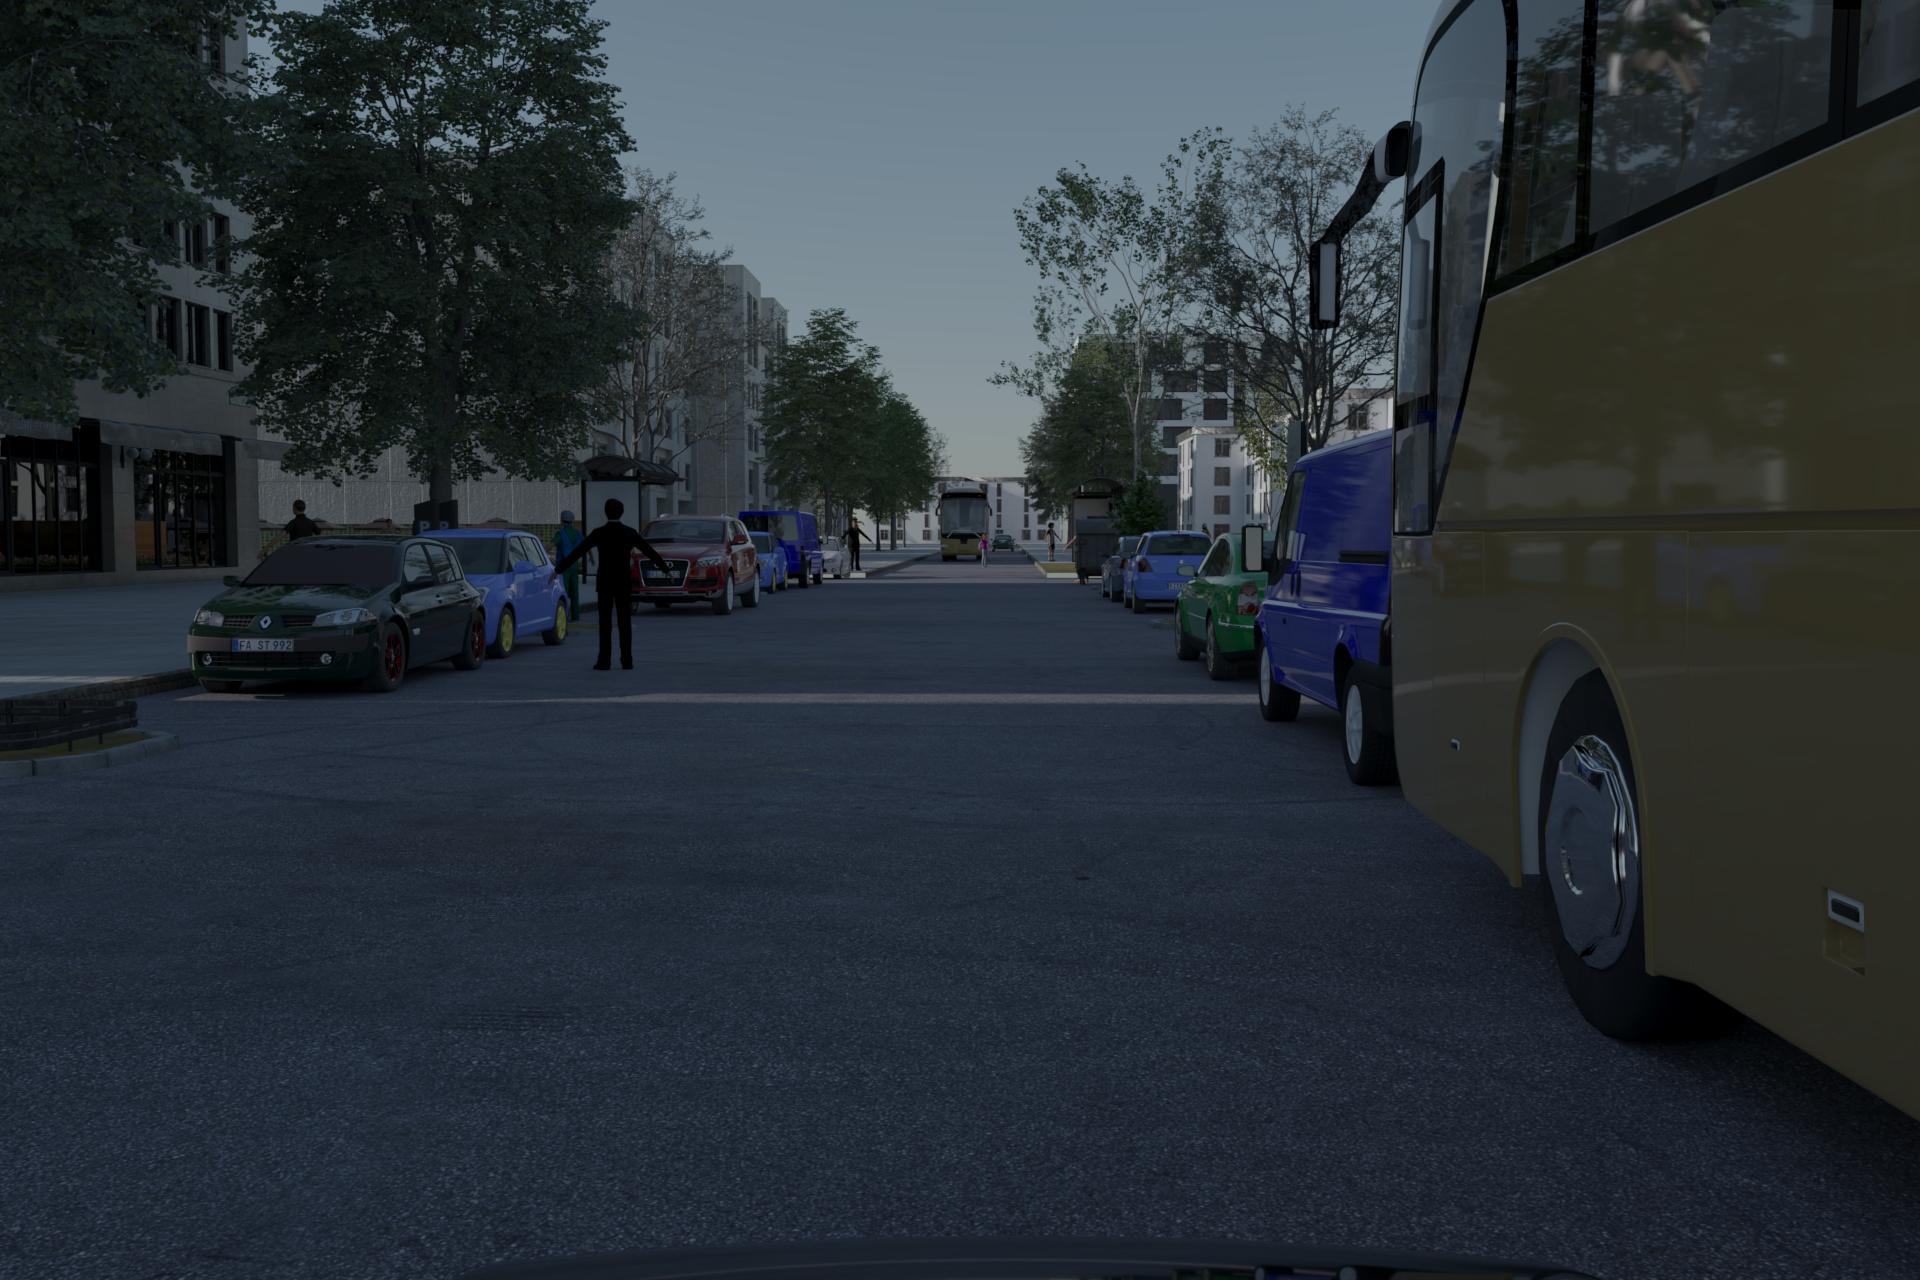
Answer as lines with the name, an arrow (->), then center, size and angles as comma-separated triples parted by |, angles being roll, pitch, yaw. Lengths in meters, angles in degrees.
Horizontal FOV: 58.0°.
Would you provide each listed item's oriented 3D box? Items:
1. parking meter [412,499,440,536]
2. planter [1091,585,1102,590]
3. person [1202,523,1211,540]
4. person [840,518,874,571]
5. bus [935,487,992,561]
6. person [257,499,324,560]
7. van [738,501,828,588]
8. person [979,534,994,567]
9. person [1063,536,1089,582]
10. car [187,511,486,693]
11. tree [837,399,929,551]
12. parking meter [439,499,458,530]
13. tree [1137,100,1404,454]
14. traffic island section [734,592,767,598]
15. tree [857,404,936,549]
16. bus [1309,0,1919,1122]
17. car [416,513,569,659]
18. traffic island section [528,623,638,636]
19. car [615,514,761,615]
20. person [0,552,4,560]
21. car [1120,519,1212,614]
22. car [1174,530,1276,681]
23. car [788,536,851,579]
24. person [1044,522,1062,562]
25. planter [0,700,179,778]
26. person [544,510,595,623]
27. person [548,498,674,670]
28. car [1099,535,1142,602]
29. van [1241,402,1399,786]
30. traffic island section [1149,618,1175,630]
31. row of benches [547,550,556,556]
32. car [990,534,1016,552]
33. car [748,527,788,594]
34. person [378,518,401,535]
parking meter -> -8.850, -1.409, 28.748 | 0.399, 1.863, 0.255 | 0, 4, 2
planter -> 4.398, -1.438, 44.646 | 1.991, 0.319, 1.994 | 0, 4, 2
person -> 12.948, -5.264, 91.837 | 0.705, 1.858, 1.354 | 3, 5, 42
person -> -3.658, -3.332, 60.414 | 1.347, 1.837, 0.705 | -2, 4, -28
bus -> 0.307, -6.261, 93.916 | 2.896, 3.916, 12.252 | 0, 4, 1
person -> -9.963, -1.217, 26.120 | 0.705, 1.803, 1.348 | 2, 4, 31
van -> -4.888, -2.634, 47.453 | 2.240, 2.365, 5.245 | 0, 4, 2
person -> 1.108, -3.829, 74.320 | 0.599, 1.433, 0.991 | 3, 5, 40
person -> 3.645, -2.643, 51.529 | 1.347, 1.847, 0.705 | -3, 4, -36
car -> -5.948, -0.435, 16.900 | 2.009, 1.686, 4.222 | 0, 4, 1
tree -> -6.037, -12.440, 129.155 | 9.928, 11.665, 9.643 | 0, 3, 0
parking meter -> -8.672, -1.436, 29.197 | 0.399, 1.863, 0.255 | 0, 4, 1
tree -> 10.084, -8.477, 48.965 | 12.009, 13.543, 11.850 | 0, 3, 0
traffic island section -> -5.475, -1.033, 39.752 | 1.991, 0.108, 1.994 | 0, 4, 1
tree -> -5.711, -14.196, 150.238 | 7.486, 12.596, 7.792 | 0, 3, 0
bus -> 2.988, -0.619, 1.675 | 2.896, 3.916, 12.252 | 0, 3, 0
car -> -6.000, -0.701, 21.054 | 1.945, 1.707, 3.694 | 0, 4, 2
traffic island section -> -5.787, -0.146, 25.248 | 1.991, 0.108, 1.994 | 0, 4, 2
car -> -5.010, -1.448, 32.350 | 2.281, 1.827, 5.304 | 0, 4, 2
person -> -14.681, -1.183, 25.405 | 0.705, 1.821, 1.348 | 1, 4, 21
car -> 3.982, -1.397, 32.433 | 1.945, 1.707, 3.694 | 0, 4, 2
car -> 3.339, -0.581, 18.297 | 1.959, 1.807, 4.718 | 0, 4, 0
car -> -4.621, -2.700, 56.499 | 2.083, 1.381, 4.827 | 0, 4, 2
person -> 4.277, -4.545, 80.457 | 0.704, 1.843, 1.345 | 3, 4, 38
planter -> -6.208, 0.616, 11.071 | 1.991, 0.319, 1.994 | 0, 4, 1
person -> -6.359, -1.186, 27.973 | 0.704, 1.817, 1.347 | 2, 4, 34
person -> -3.663, -0.592, 18.316 | 1.347, 1.806, 0.705 | -2, 4, -24
car -> 4.065, -1.578, 37.801 | 2.014, 1.417, 4.499 | 0, 4, 1
van -> 3.210, -0.435, 11.493 | 2.240, 2.365, 5.245 | 0, 4, 1
traffic island section -> 3.944, -0.238, 26.759 | 1.991, 0.108, 1.994 | 0, 4, 1
row of benches -> -15.911, -3.179, 67.443 | 1.422, 0.672, 4.104 | 2, 4, 27
car -> 3.525, -7.962, 141.981 | 2.131, 1.459, 4.920 | 0, 4, 2
car -> -5.252, -2.021, 42.639 | 1.945, 1.707, 3.694 | 0, 4, 1
person -> -16.539, -2.656, 50.229 | 1.217, 1.737, 0.721 | -2, 4, -24
